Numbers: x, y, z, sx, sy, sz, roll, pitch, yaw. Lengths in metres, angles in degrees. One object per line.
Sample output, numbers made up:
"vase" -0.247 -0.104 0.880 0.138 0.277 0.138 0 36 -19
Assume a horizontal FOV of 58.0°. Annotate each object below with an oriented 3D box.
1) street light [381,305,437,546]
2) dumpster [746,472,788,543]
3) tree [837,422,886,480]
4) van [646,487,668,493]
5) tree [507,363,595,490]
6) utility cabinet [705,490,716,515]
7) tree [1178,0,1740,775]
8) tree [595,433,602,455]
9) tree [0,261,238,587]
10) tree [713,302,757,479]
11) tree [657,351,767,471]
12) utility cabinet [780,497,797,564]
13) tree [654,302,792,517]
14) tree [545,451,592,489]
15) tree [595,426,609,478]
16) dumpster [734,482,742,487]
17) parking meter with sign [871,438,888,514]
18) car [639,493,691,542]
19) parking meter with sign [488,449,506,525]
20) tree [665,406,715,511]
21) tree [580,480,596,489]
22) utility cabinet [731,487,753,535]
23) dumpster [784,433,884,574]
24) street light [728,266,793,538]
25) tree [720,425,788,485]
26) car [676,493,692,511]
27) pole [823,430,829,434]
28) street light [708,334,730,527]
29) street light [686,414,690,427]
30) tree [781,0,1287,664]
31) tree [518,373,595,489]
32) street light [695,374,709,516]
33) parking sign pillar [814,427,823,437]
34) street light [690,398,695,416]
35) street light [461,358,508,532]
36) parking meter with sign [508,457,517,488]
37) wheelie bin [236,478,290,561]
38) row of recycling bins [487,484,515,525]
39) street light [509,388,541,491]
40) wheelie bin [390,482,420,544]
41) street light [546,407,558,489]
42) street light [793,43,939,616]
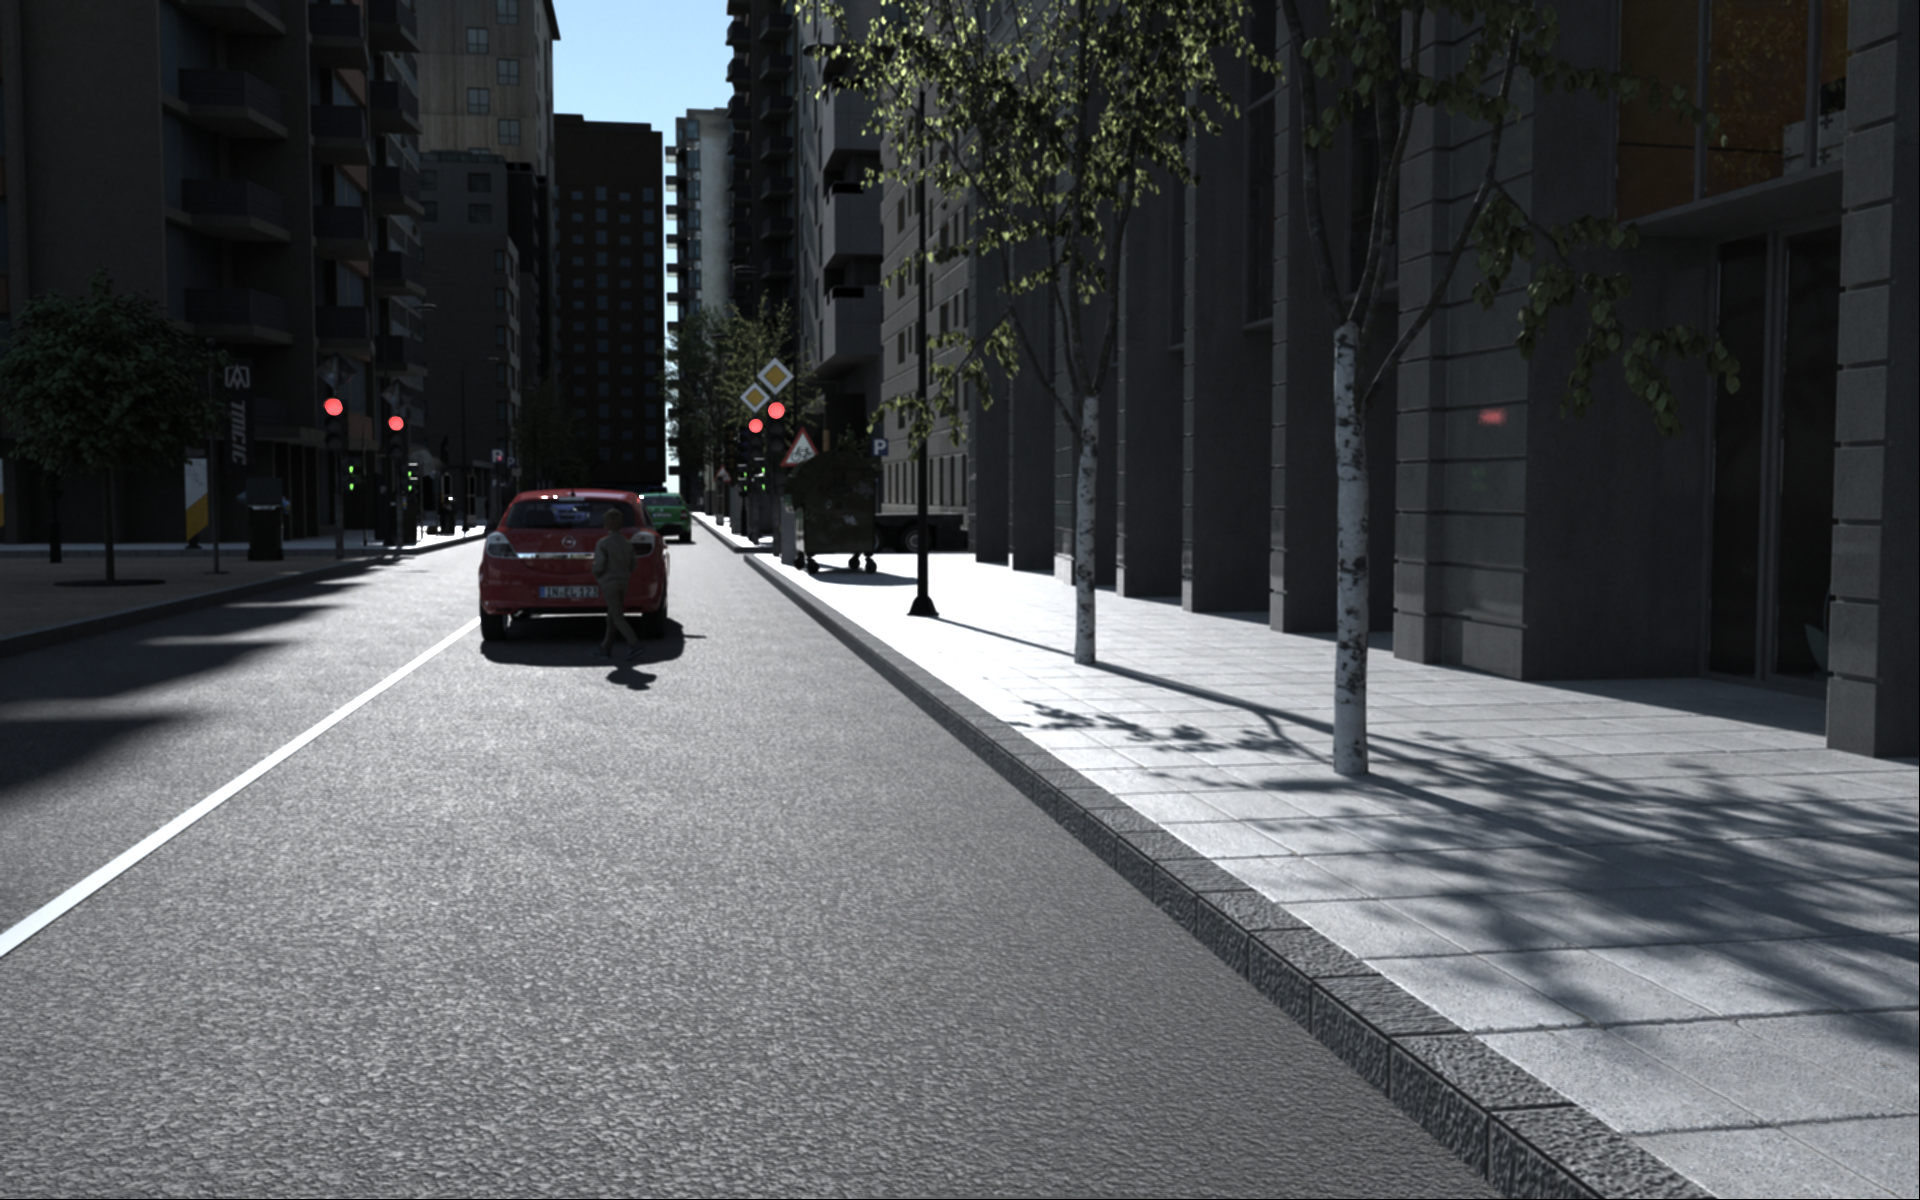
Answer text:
"street light" -13.523 -4.282 42.556 1.470 5.913 1.316 -1 4 -10
"dumpster" -5.012 -2.465 46.063 1.264 1.857 1.865 -1 4 -10
"tree" -3.069 -3.197 46.865 1.663 3.219 1.824 0 3 0
"van" -25.722 -8.718 146.931 2.240 2.365 5.245 -1 4 -11
"tree" -23.675 -9.045 98.250 4.737 8.622 4.395 0 3 0
"utility cabinet" -14.887 -5.783 103.227 0.318 1.500 1.173 1 4 13
"tree" 1.831 -3.494 7.493 4.737 8.622 4.395 0 3 0
"tree" -30.556 -11.380 136.430 4.737 8.622 4.395 0 3 0
"tree" -12.202 -2.501 24.599 4.285 4.588 4.351 0 3 0
"tree" -7.202 -6.913 63.390 4.360 8.622 3.978 0 3 0
"tree" -15.550 -10.736 109.939 7.601 10.594 8.767 0 4 4
"utility cabinet" -3.163 -1.281 32.101 0.306 1.237 1.020 0 4 -5
"tree" -13.064 -10.376 95.401 9.928 11.665 9.643 0 3 0
"tree" -28.282 -8.632 124.846 4.285 4.588 4.351 0 3 0
"tree" -37.308 -13.645 173.459 4.360 8.622 3.978 0 3 0
"dumpster" -6.738 -3.102 56.472 1.264 1.857 1.865 -1 4 -10
"parking meter with sign" -2.827 -3.599 55.111 0.543 3.016 1.738 -1 4 -22
"car" -9.174 -2.696 52.879 1.959 1.807 4.718 -1 4 -11
"parking meter with sign" -18.157 -4.368 67.672 0.543 3.016 1.738 -1 4 -21
"tree" -20.042 -11.098 131.813 4.737 8.622 4.395 0 3 0
"tree" -39.760 -11.710 186.064 1.663 3.219 1.824 0 3 0
"utility cabinet" -6.578 -2.784 54.193 1.173 1.500 0.318 -2 4 -31
"dumpster" -2.092 -1.594 28.556 1.502 2.255 1.985 -1 4 -10
"street light" -3.918 -3.852 35.528 1.470 5.913 1.316 -1 4 -10
"tree" -9.167 -5.707 77.017 4.285 4.588 4.351 0 3 0
"car" -14.558 -4.762 86.893 2.155 1.783 4.494 0 4 -8
"pole" -4.240 -3.738 54.956 0.158 3.312 0.155 0 3 0
"street light" -6.497 -4.773 50.577 1.470 5.913 1.316 -1 4 -10
"street light" -15.100 -7.848 100.848 1.470 5.913 1.316 -1 4 -10
"tree" 0.862 -3.838 13.112 4.360 8.622 3.978 0 3 0
"tree" -24.718 -9.436 104.642 4.360 8.622 3.978 0 3 0
"street light" -9.395 -5.793 67.256 1.470 5.913 1.316 -1 4 -10
"parking sign pillar" -5.758 -5.007 70.337 1.447 3.967 1.447 -2 4 -27
"street light" -12.180 -6.805 83.808 1.470 5.913 1.316 -1 4 -10
"street light" -16.448 -5.310 59.364 1.470 5.913 1.316 -1 4 -10
"parking meter with sign" -20.848 -5.108 79.769 0.543 3.016 1.738 0 4 -3
"wheelie bin" -13.432 -1.561 33.427 0.980 1.594 0.693 -1 4 -17
"row of recycling bins" -19.244 -4.004 72.574 1.069 1.692 3.534 -1 4 -10
"street light" -19.319 -6.322 75.913 1.470 5.913 1.316 -1 4 -10
"wheelie bin" -14.396 -2.260 44.852 0.693 1.594 0.980 -3 4 -37
"street light" -22.145 -7.334 92.458 1.470 5.913 1.316 -1 4 -10
"street light" -0.929 -2.787 18.113 1.470 5.913 1.316 -1 4 -10
